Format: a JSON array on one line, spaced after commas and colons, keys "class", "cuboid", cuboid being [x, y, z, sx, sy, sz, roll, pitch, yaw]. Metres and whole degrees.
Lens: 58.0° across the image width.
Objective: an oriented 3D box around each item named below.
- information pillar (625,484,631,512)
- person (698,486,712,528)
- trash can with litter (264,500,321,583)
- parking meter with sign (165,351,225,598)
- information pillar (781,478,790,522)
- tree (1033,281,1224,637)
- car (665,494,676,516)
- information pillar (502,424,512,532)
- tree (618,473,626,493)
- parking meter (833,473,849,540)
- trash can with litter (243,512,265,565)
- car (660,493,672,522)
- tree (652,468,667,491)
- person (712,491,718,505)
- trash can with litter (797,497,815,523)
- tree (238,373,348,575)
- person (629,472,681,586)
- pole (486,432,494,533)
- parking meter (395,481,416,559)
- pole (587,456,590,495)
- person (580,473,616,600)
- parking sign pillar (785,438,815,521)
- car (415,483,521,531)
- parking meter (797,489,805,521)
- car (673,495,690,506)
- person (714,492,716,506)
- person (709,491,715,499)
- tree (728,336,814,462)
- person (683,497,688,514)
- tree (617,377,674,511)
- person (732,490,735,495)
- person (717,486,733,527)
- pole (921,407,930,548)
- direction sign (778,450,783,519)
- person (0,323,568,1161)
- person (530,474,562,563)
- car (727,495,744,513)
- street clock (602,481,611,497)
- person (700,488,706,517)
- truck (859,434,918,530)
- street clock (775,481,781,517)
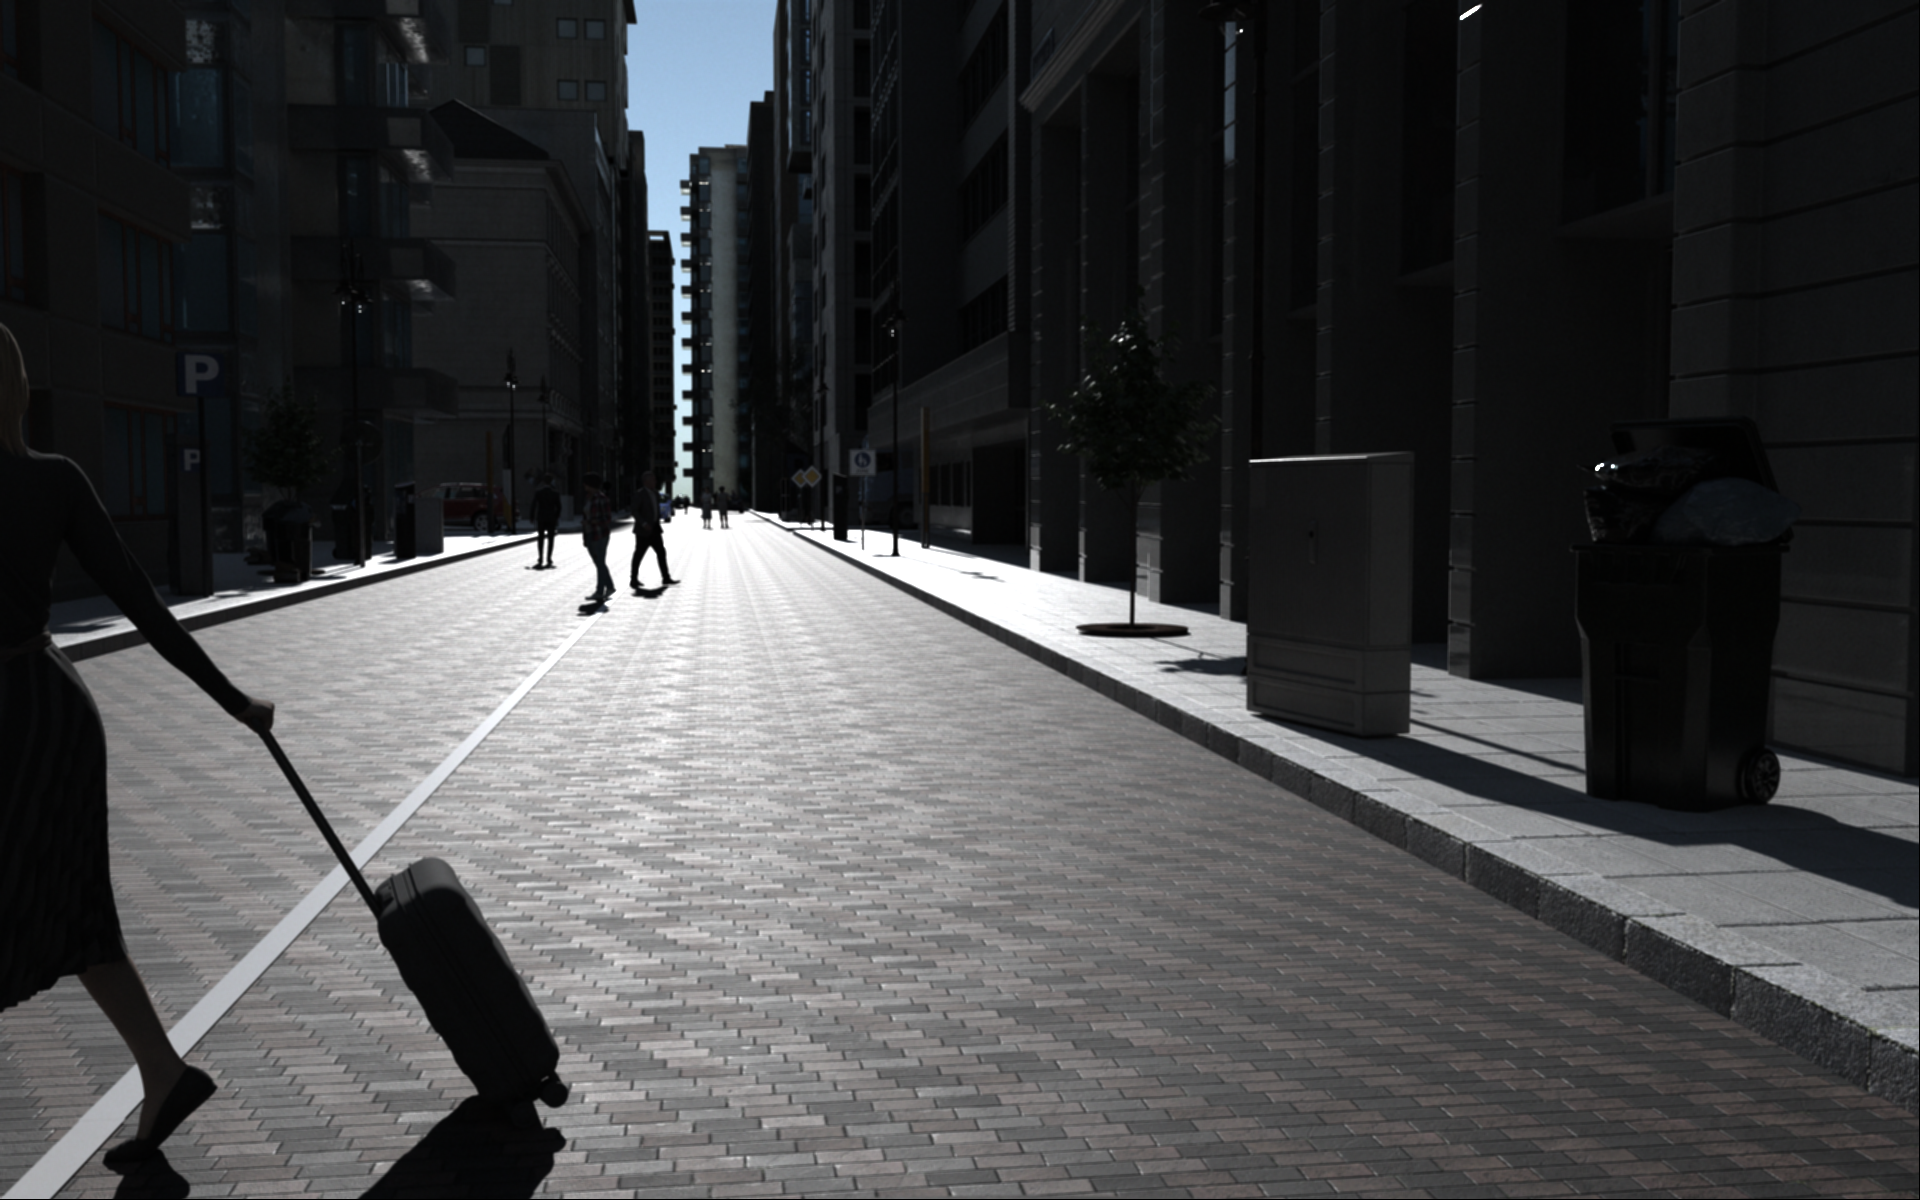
[{"class": "information pillar", "cuboid": [-23.549, -7.231, 122.716, 0.304, 2.012, 0.304, 3, 5, 44]}, {"class": "person", "cuboid": [-10.718, -3.907, 72.943, 0.480, 1.755, 0.524, 1, 4, 17]}, {"class": "trash can with litter", "cuboid": [-9.728, -0.853, 25.339, 0.624, 1.170, 1.055, -1, 4, -14]}, {"class": "parking meter with sign", "cuboid": [-9.798, -1.578, 22.055, 0.543, 3.016, 1.738, -2, 4, -34]}, {"class": "information pillar", "cuboid": [-8.142, -4.668, 80.816, 0.304, 2.012, 0.304, 2, 4, 34]}, {"class": "tree", "cuboid": [1.624, -1.296, 15.797, 1.663, 3.219, 1.824, 0, 3, 0]}, {"class": "car", "cuboid": [-19.830, -6.287, 114.588, 2.131, 1.459, 4.920, 0, 4, -7]}, {"class": "information pillar", "cuboid": [-15.204, -4.085, 58.144, 0.183, 3.616, 0.504, -3, 4, -37]}, {"class": "tree", "cuboid": [-26.936, -8.680, 136.524, 1.663, 3.219, 1.824, 0, 3, 0]}, {"class": "parking meter", "cuboid": [-3.343, -2.624, 48.617, 0.399, 1.863, 0.255, 1, 4, 15]}, {"class": "trash can with litter", "cuboid": [-12.576, -1.243, 31.708, 0.624, 1.170, 1.055, 1, 4, 17]}, {"class": "car", "cuboid": [-15.664, -4.819, 88.386, 1.945, 1.707, 3.694, 0, 4, -7]}, {"class": "tree", "cuboid": [-38.310, -14.285, 217.273, 4.285, 4.588, 4.351, 0, 3, 0]}, {"class": "person", "cuboid": [-24.849, -10.279, 177.076, 1.217, 1.766, 0.721, -1, 4, -16]}, {"class": "trash can with litter", "cuboid": [-6.833, -4.035, 77.362, 0.624, 1.170, 1.055, -3, 4, -38]}, {"class": "tree", "cuboid": [-10.648, -2.032, 27.818, 1.663, 3.219, 1.824, 0, 3, 0]}, {"class": "person", "cuboid": [-4.785, -1.106, 26.975, 0.834, 1.777, 0.661, 1, 4, 21]}, {"class": "pole", "cuboid": [-15.361, -3.839, 56.613, 0.158, 3.312, 0.155, 0, 3, 0]}, {"class": "parking meter", "cuboid": [-11.060, -1.598, 34.543, 0.372, 1.533, 0.369, 0, 3, 0]}, {"class": "pole", "cuboid": [-20.090, -6.116, 93.848, 0.158, 3.312, 0.155, 0, 3, 0]}, {"class": "person", "cuboid": [-4.904, -0.869, 23.547, 0.643, 1.720, 0.563, -3, 4, -37]}, {"class": "parking sign pillar", "cuboid": [-7.745, -5.815, 83.543, 1.447, 3.967, 1.447, -1, 4, -15]}, {"class": "car", "cuboid": [-18.589, -3.293, 62.515, 5.304, 1.827, 2.281, 0, 4, -7]}, {"class": "parking meter", "cuboid": [-7.497, -4.487, 81.776, 0.372, 1.533, 0.369, 0, 3, 0]}, {"class": "car", "cuboid": [-32.380, -11.574, 201.813, 1.945, 1.354, 3.894, 0, 4, -7]}, {"class": "person", "cuboid": [-29.775, -12.294, 210.973, 0.593, 1.643, 0.415, 3, 4, 36]}, {"class": "person", "cuboid": [-23.478, -9.346, 162.130, 1.217, 1.723, 0.721, -1, 4, -19]}, {"class": "tree", "cuboid": [-9.677, -10.215, 101.433, 8.767, 10.594, 7.601, 0, 4, 4]}, {"class": "person", "cuboid": [-20.068, -6.930, 126.476, 0.373, 1.253, 0.362, 2, 4, 27]}, {"class": "tree", "cuboid": [-25.881, -12.042, 131.300, 8.767, 10.594, 7.601, 0, 4, -8]}, {"class": "person", "cuboid": [-19.519, -8.516, 148.178, 0.568, 1.767, 0.683, 0, 4, 7]}, {"class": "person", "cuboid": [-10.160, -4.036, 74.852, 0.716, 1.782, 0.532, -1, 4, -9]}, {"class": "pole", "cuboid": [-0.818, -2.875, 40.845, 0.158, 3.312, 0.155, 0, 3, 0]}, {"class": "direction sign", "cuboid": [-9.190, -5.955, 89.368, 0.379, 3.537, 0.876, 0, 4, 0]}, {"class": "person", "cuboid": [-1.614, 0.309, 3.671, 1.509, 1.804, 0.699, -1, 4, -21]}, {"class": "person", "cuboid": [-8.584, -1.687, 35.862, 0.659, 1.850, 0.755, -1, 4, -16]}, {"class": "car", "cuboid": [-17.158, -7.191, 130.148, 1.945, 1.354, 3.894, -1, 4, -9]}, {"class": "street clock", "cuboid": [-20.222, -5.791, 99.248, 0.471, 2.002, 0.358, -2, 4, -24]}, {"class": "person", "cuboid": [-15.903, -6.087, 107.866, 0.795, 1.843, 0.661, 1, 4, 21]}, {"class": "truck", "cuboid": [4.876, -4.671, 66.131, 18.799, 4.110, 2.967, -1, 4, -9]}, {"class": "street clock", "cuboid": [-10.022, -5.624, 96.517, 0.471, 2.002, 0.358, 0, 4, 8]}]
